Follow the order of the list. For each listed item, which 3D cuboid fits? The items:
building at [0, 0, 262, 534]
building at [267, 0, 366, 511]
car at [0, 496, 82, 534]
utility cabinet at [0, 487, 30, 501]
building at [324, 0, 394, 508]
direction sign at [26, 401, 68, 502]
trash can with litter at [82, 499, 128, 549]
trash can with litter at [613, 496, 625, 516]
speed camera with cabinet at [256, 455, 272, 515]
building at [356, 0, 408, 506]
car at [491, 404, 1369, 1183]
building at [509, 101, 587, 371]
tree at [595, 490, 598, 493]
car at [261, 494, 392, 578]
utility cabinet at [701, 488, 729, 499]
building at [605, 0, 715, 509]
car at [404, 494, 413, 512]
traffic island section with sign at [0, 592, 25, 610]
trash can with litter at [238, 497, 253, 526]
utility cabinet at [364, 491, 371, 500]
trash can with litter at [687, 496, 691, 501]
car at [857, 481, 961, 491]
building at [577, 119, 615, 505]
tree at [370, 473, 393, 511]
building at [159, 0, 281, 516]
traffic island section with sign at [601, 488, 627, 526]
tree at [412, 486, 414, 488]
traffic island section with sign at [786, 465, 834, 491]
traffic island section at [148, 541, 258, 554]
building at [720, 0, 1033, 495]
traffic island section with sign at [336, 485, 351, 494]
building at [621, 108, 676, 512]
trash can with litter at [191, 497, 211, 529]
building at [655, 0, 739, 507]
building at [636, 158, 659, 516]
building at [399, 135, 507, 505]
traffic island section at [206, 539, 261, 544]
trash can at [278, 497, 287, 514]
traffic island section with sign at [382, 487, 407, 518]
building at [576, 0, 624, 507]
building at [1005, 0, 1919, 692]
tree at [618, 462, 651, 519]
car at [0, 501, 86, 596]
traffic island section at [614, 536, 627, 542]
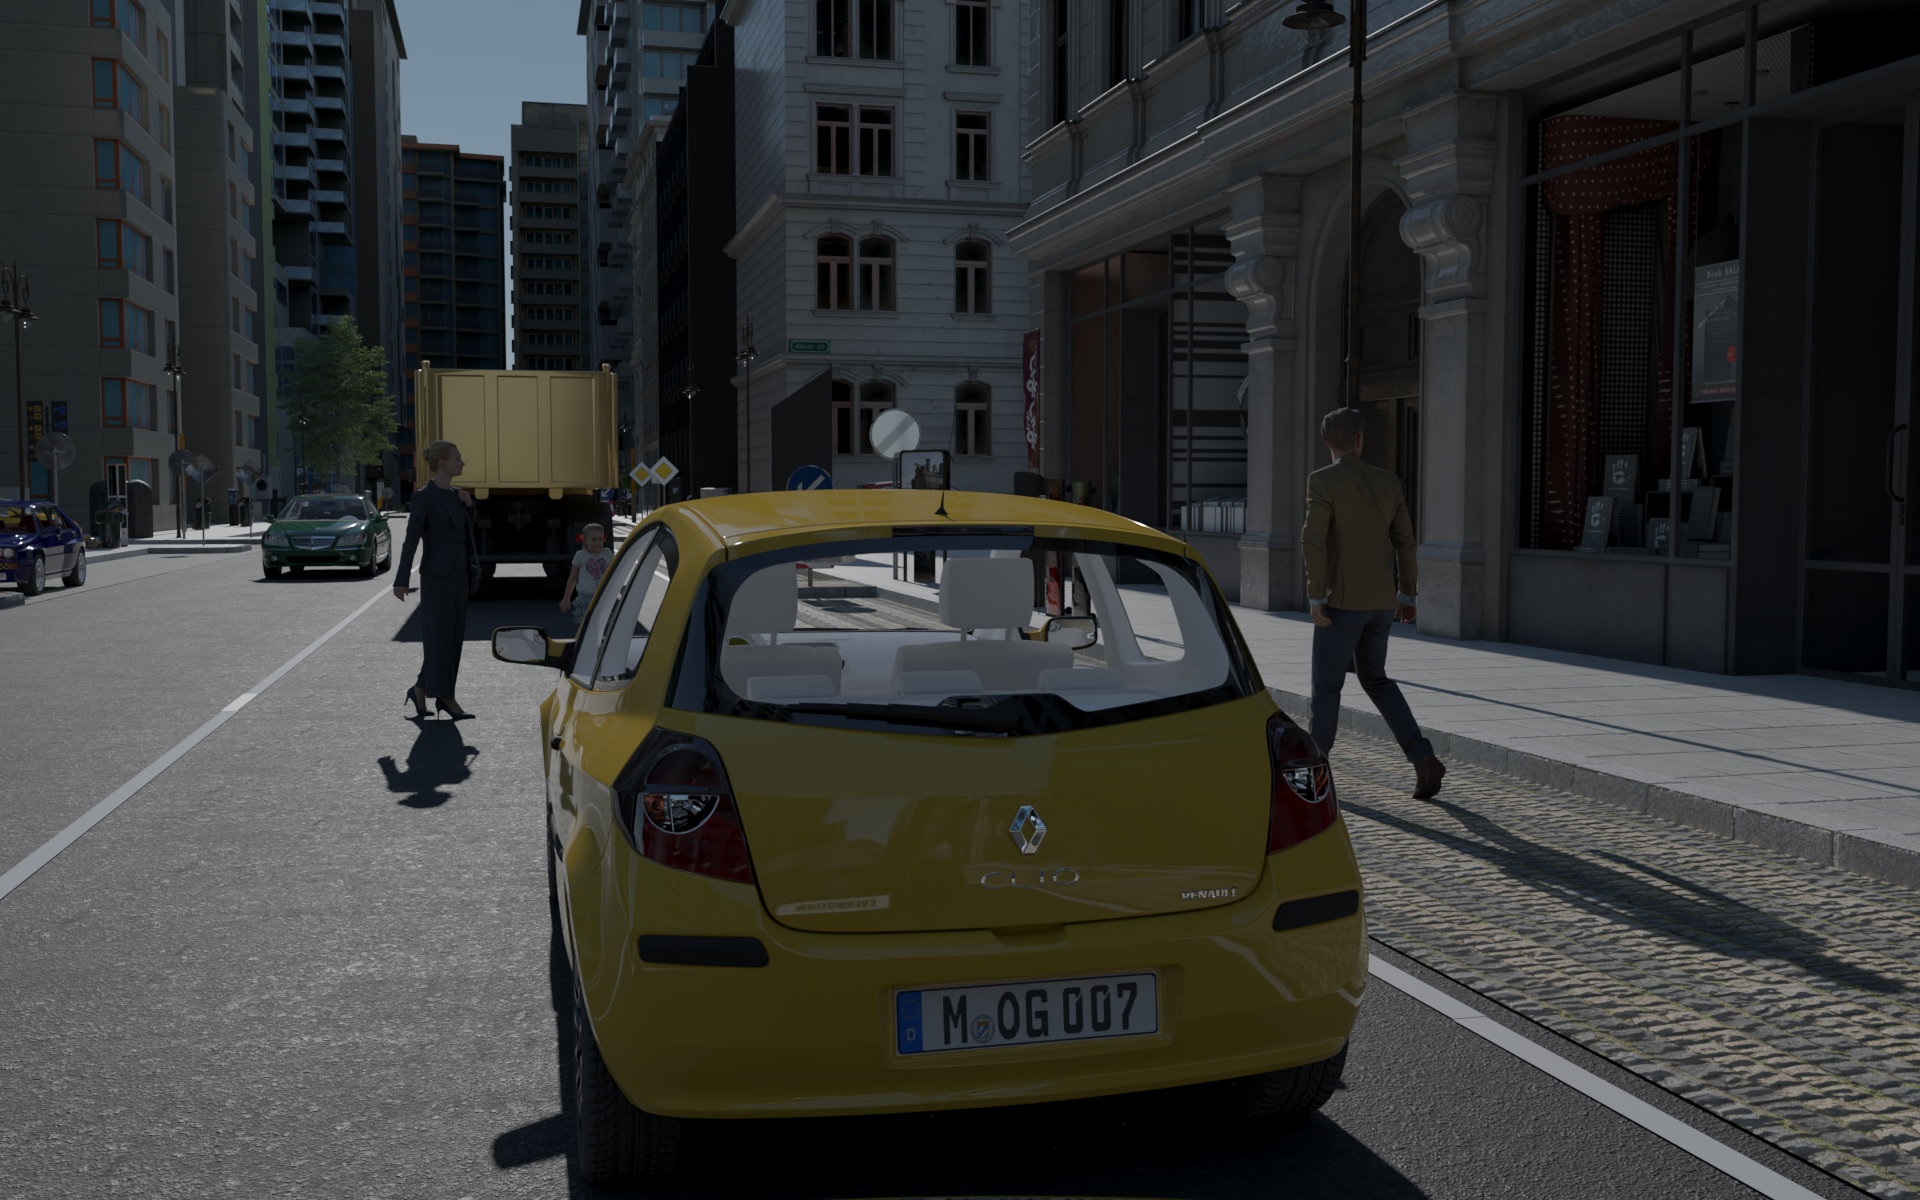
[{"bbox_3d":[-43.377,-13.473,65.315,27.650,21.520,28.899,-1,4,-14],"label":"building"},{"bbox_3d":[-57.815,-50.172,132.978,22.319,86.520,31.000,-1,4,-14],"label":"building"},{"bbox_3d":[-24.512,-2.062,43.940,3.980,1.641,2.015,-1,4,-15],"label":"car"},{"bbox_3d":[-29.752,-2.784,54.197,1.173,1.500,0.318,0,4,1],"label":"utility cabinet"},{"bbox_3d":[-59.491,-31.009,157.100,14.600,45.320,14.200,-1,4,-14],"label":"building"},{"bbox_3d":[-22.189,-3.070,42.191,0.876,3.537,0.379,-2,4,-25],"label":"direction sign"},{"bbox_3d":[-20.114,-1.785,40.580,0.624,1.170,1.055,2,4,28],"label":"trash can with litter"},{"bbox_3d":[-19.725,-5.398,99.652,1.055,1.170,0.624,-1,4,-19],"label":"trash can with litter"},{"bbox_3d":[-36.053,-5.725,87.935,2.038,3.252,0.660,0,4,-3],"label":"speed camera with cabinet"},{"bbox_3d":[-71.356,-35.971,177.358,27.495,52.752,28.713,-1,4,-14],"label":"building"},{"bbox_3d":[-0.359,0.309,5.176,2.015,1.641,3.980,-1,4,-15],"label":"car"},{"bbox_3d":[-45.661,-36.420,219.167,21.600,48.544,21.300,-1,4,-14],"label":"building"},{"bbox_3d":[-29.166,-8.713,137.052,1.663,3.219,1.824,0,3,0],"label":"tree"},{"bbox_3d":[-11.377,-1.193,31.302,2.131,1.459,4.920,-1,4,-13],"label":"car"},{"bbox_3d":[-8.938,-3.326,63.052,1.173,1.500,0.318,3,4,39],"label":"utility cabinet"},{"bbox_3d":[-18.038,-32.204,146.143,23.786,49.044,30.456,-1,4,-14],"label":"building"},{"bbox_3d":[-42.993,-7.801,137.334,2.009,1.686,4.222,-1,4,-14],"label":"car"},{"bbox_3d":[-12.899,-0.792,21.582,1.989,1.847,2.006,-1,4,-14],"label":"traffic island section with sign"},{"bbox_3d":[-28.547,-3.527,69.056,0.624,1.170,1.055,-2,4,-32],"label":"trash can with litter"},{"bbox_3d":[-41.079,-6.819,120.166,0.318,1.500,1.173,-1,4,-9],"label":"utility cabinet"},{"bbox_3d":[-10.941,-3.587,69.698,1.678,1.210,2.233,-1,4,-12],"label":"trash can with litter"},{"bbox_3d":[-0.814,-2.540,50.208,5.304,1.827,2.281,-1,4,-16],"label":"car"},{"bbox_3d":[-35.459,-31.200,193.706,14.154,41.232,14.086,-1,4,-14],"label":"building"},{"bbox_3d":[-45.277,-8.621,135.553,1.663,3.219,1.824,0,3,0],"label":"tree"},{"bbox_3d":[-46.047,-25.156,94.895,14.154,41.232,14.086,-1,4,-14],"label":"building"},{"bbox_3d":[-15.907,-4.188,77.101,1.989,1.847,2.006,-1,4,-14],"label":"traffic island section with sign"},{"bbox_3d":[-57.336,-11.612,184.463,1.663,3.219,1.824,0,3,0],"label":"tree"},{"bbox_3d":[-2.351,-0.978,24.613,1.989,1.847,2.006,-1,4,-14],"label":"traffic island section with sign"},{"bbox_3d":[-18.682,-1.251,42.740,2.009,0.180,2.903,-1,4,-14],"label":"traffic island section"},{"bbox_3d":[3.605,-16.887,63.491,23.554,28.519,14.401,-1,4,-14],"label":"building"},{"bbox_3d":[-26.810,-4.088,75.461,1.989,1.847,2.006,-1,4,-14],"label":"traffic island section with sign"},{"bbox_3d":[-15.014,-20.138,116.650,14.401,28.519,23.554,-1,4,-14],"label":"building"},{"bbox_3d":[-27.732,-3.162,63.093,1.055,1.170,0.624,3,5,42],"label":"trash can with litter"},{"bbox_3d":[-7.021,-15.275,79.419,12.332,23.373,15.834,-1,4,-14],"label":"building"},{"bbox_3d":[-12.272,-15.093,95.929,9.793,20.994,18.267,-1,4,-14],"label":"building"},{"bbox_3d":[-70.480,-34.166,213.231,28.867,44.769,22.147,-1,4,-14],"label":"building"},{"bbox_3d":[-20.680,-1.724,50.472,2.009,0.180,2.903,-1,4,-14],"label":"traffic island section"},{"bbox_3d":[-36.116,-4.915,92.006,0.748,1.137,0.748,0,3,0],"label":"trash can"},{"bbox_3d":[-33.687,-5.716,102.089,1.989,1.847,2.006,-1,4,-14],"label":"traffic island section with sign"},{"bbox_3d":[-23.163,-35.801,174.578,28.713,52.752,27.495,-1,4,-14],"label":"building"},{"bbox_3d":[5.628,-10.756,26.770,10.553,20.767,40.483,-1,4,-14],"label":"building"},{"bbox_3d":[-16.987,-5.873,90.628,1.663,3.219,1.824,0,3,0],"label":"tree"},{"bbox_3d":[-14.046,-0.775,25.251,1.945,1.354,3.894,-1,4,-15],"label":"car"},{"bbox_3d":[-9.745,-1.896,53.282,2.009,0.180,2.903,-1,4,-14],"label":"traffic island section"}]
